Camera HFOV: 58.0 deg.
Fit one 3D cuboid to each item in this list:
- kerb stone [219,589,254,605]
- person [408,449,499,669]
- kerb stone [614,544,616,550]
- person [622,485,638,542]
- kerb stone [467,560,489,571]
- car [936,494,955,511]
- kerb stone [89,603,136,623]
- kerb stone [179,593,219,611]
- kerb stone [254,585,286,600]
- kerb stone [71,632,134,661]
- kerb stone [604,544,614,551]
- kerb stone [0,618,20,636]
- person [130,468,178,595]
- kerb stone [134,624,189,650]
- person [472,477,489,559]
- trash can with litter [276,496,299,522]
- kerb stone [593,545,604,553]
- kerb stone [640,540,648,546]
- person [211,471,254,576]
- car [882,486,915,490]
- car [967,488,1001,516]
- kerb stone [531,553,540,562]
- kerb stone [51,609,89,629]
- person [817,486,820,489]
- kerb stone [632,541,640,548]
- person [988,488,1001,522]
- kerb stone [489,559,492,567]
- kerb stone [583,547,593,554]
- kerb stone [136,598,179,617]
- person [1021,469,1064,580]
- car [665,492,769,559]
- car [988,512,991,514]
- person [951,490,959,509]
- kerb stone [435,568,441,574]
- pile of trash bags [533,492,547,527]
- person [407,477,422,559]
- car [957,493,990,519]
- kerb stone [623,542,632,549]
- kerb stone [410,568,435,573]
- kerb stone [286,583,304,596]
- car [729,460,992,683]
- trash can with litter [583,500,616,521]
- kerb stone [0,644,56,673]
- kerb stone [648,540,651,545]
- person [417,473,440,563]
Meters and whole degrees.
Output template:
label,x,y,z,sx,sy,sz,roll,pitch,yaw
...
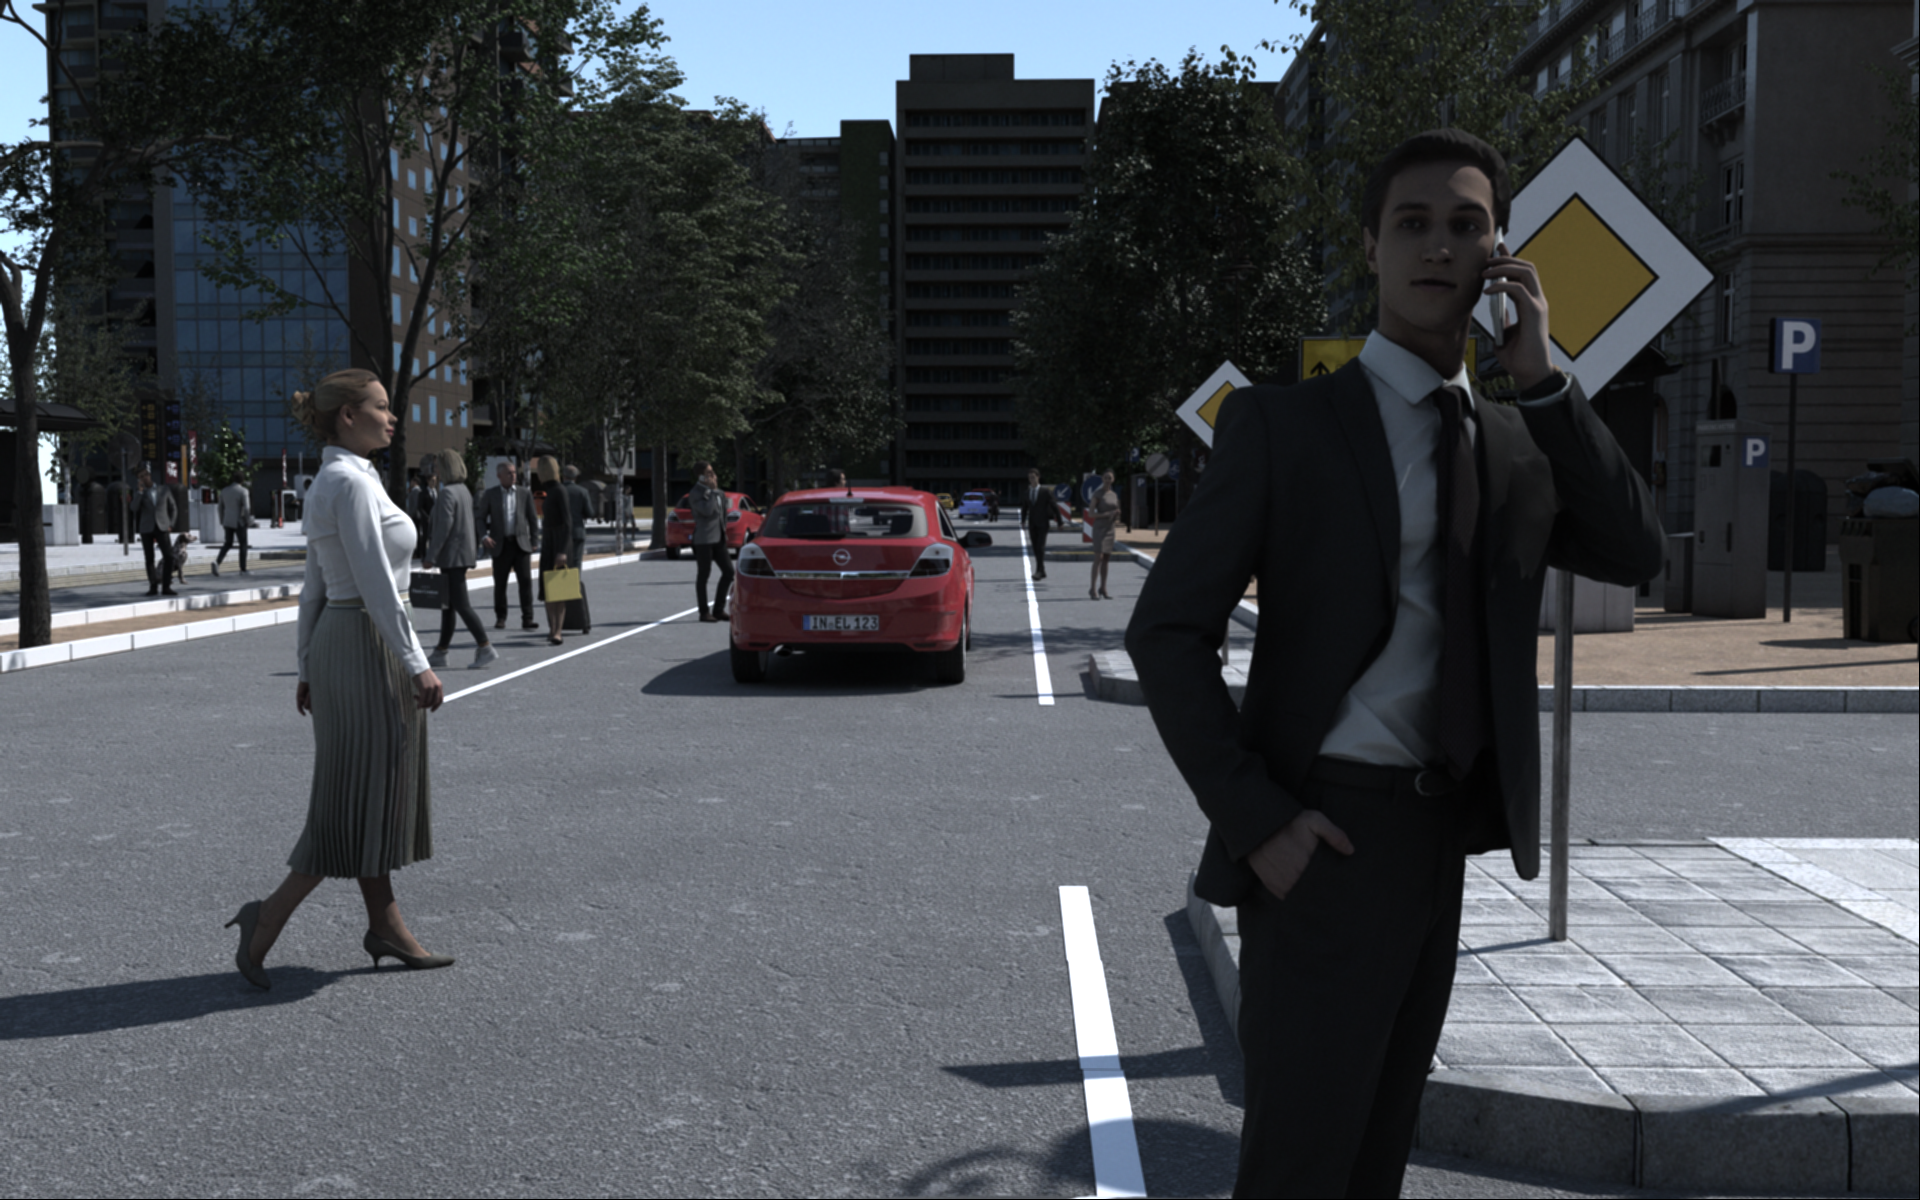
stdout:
label,x,y,z,sx,sy,sz,roll,pitch,yaw
kerb stone,-9.532,-0.025,22.606,0.120,0.150,1.000,0,4,2
person,-4.167,-0.337,14.197,0.728,1.800,0.709,0,4,6
kerb stone,-8.825,-1.341,44.119,0.120,0.150,1.000,0,4,2
person,-9.930,-2.582,51.715,0.522,1.701,0.512,1,4,17
kerb stone,-9.192,-0.652,32.860,0.120,0.150,1.000,0,4,2
car,-1.433,-8.427,148.000,2.015,1.641,3.980,0,4,1
kerb stone,-9.634,0.163,19.538,0.120,0.150,1.000,0,4,2
kerb stone,-9.562,0.037,21.584,0.120,0.150,1.000,0,4,2
kerb stone,-9.495,-0.087,23.629,0.120,0.150,1.000,0,4,2
kerb stone,-7.673,0.419,15.379,0.120,0.150,1.000,0,4,2
kerb stone,-8.862,-1.278,43.097,0.120,0.150,1.000,0,4,2
kerb stone,-9.702,0.288,17.489,0.120,0.150,1.000,0,4,2
person,-11.409,-0.971,24.555,0.592,1.802,0.473,-1,4,-11
kerb stone,-7.630,0.358,16.404,0.120,0.150,1.000,0,4,2
person,-10.679,-1.805,38.200,0.526,1.800,0.537,-1,4,-8
trash can with litter,-30.645,-4.120,78.745,0.624,1.170,1.055,3,5,44
kerb stone,-8.892,-1.216,42.073,0.120,0.150,1.000,0,4,2
kerb stone,-8.727,-1.528,47.186,0.120,0.150,1.000,0,4,2
person,-12.712,-1.342,30.285,0.661,1.843,0.795,1,4,18
car,-2.868,-4.415,80.862,2.281,1.827,5.304,0,4,4
car,1.561,-6.580,116.261,2.281,1.827,5.304,0,4,3
kerb stone,-9.055,-0.903,36.957,0.120,0.150,1.000,0,4,2
kerb stone,-9.668,0.228,18.517,0.120,0.150,1.000,0,4,2
person,-6.775,-4.527,82.505,0.713,1.824,0.794,2,4,31
kerb stone,-8.759,-1.464,46.164,0.120,0.150,1.000,0,4,2
person,1.784,-4.903,89.460,0.445,1.727,0.742,2,4,30
kerb stone,-9.169,-0.715,33.887,0.120,0.150,1.000,0,4,2
kerb stone,-8.931,-1.150,41.049,0.120,0.150,1.000,0,4,2
kerb stone,-9.606,0.100,20.562,0.120,0.150,1.000,0,4,2
person,1.282,-1.256,28.810,0.659,1.850,0.755,2,4,30
car,-5.463,-1.860,39.448,2.155,1.783,4.494,0,4,3
car,1.470,-7.155,128.786,2.131,1.459,4.920,0,4,1
person,-0.484,-9.459,163.295,0.705,1.807,1.348,-3,4,-37
kerb stone,-9.262,-0.527,30.811,0.120,0.150,1.000,0,4,2
pile of trash bags,-17.818,-3.543,67.684,3.447,1.369,1.912,0,4,-3
person,-12.067,-1.807,38.231,0.473,1.802,0.592,1,4,9
car,0.791,-5.563,100.549,1.945,1.707,3.694,0,4,1
kerb stone,-8.794,-1.402,45.142,0.120,0.150,1.000,0,4,2
kerb stone,-9.299,-0.464,29.790,0.120,0.150,1.000,0,4,2
kerb stone,-9.469,-0.151,24.670,0.120,0.150,1.000,0,4,2
car,-0.807,-0.342,14.635,2.155,1.783,4.494,0,4,1
trash can with litter,-16.786,-4.358,82.303,2.233,1.210,1.678,0,4,1
kerb stone,-7.704,0.482,14.347,0.120,0.150,1.000,0,4,2
kerb stone,-8.698,-1.591,48.209,0.120,0.150,1.000,0,4,2
person,-10.719,-1.652,35.288,0.755,1.850,0.659,3,4,37
